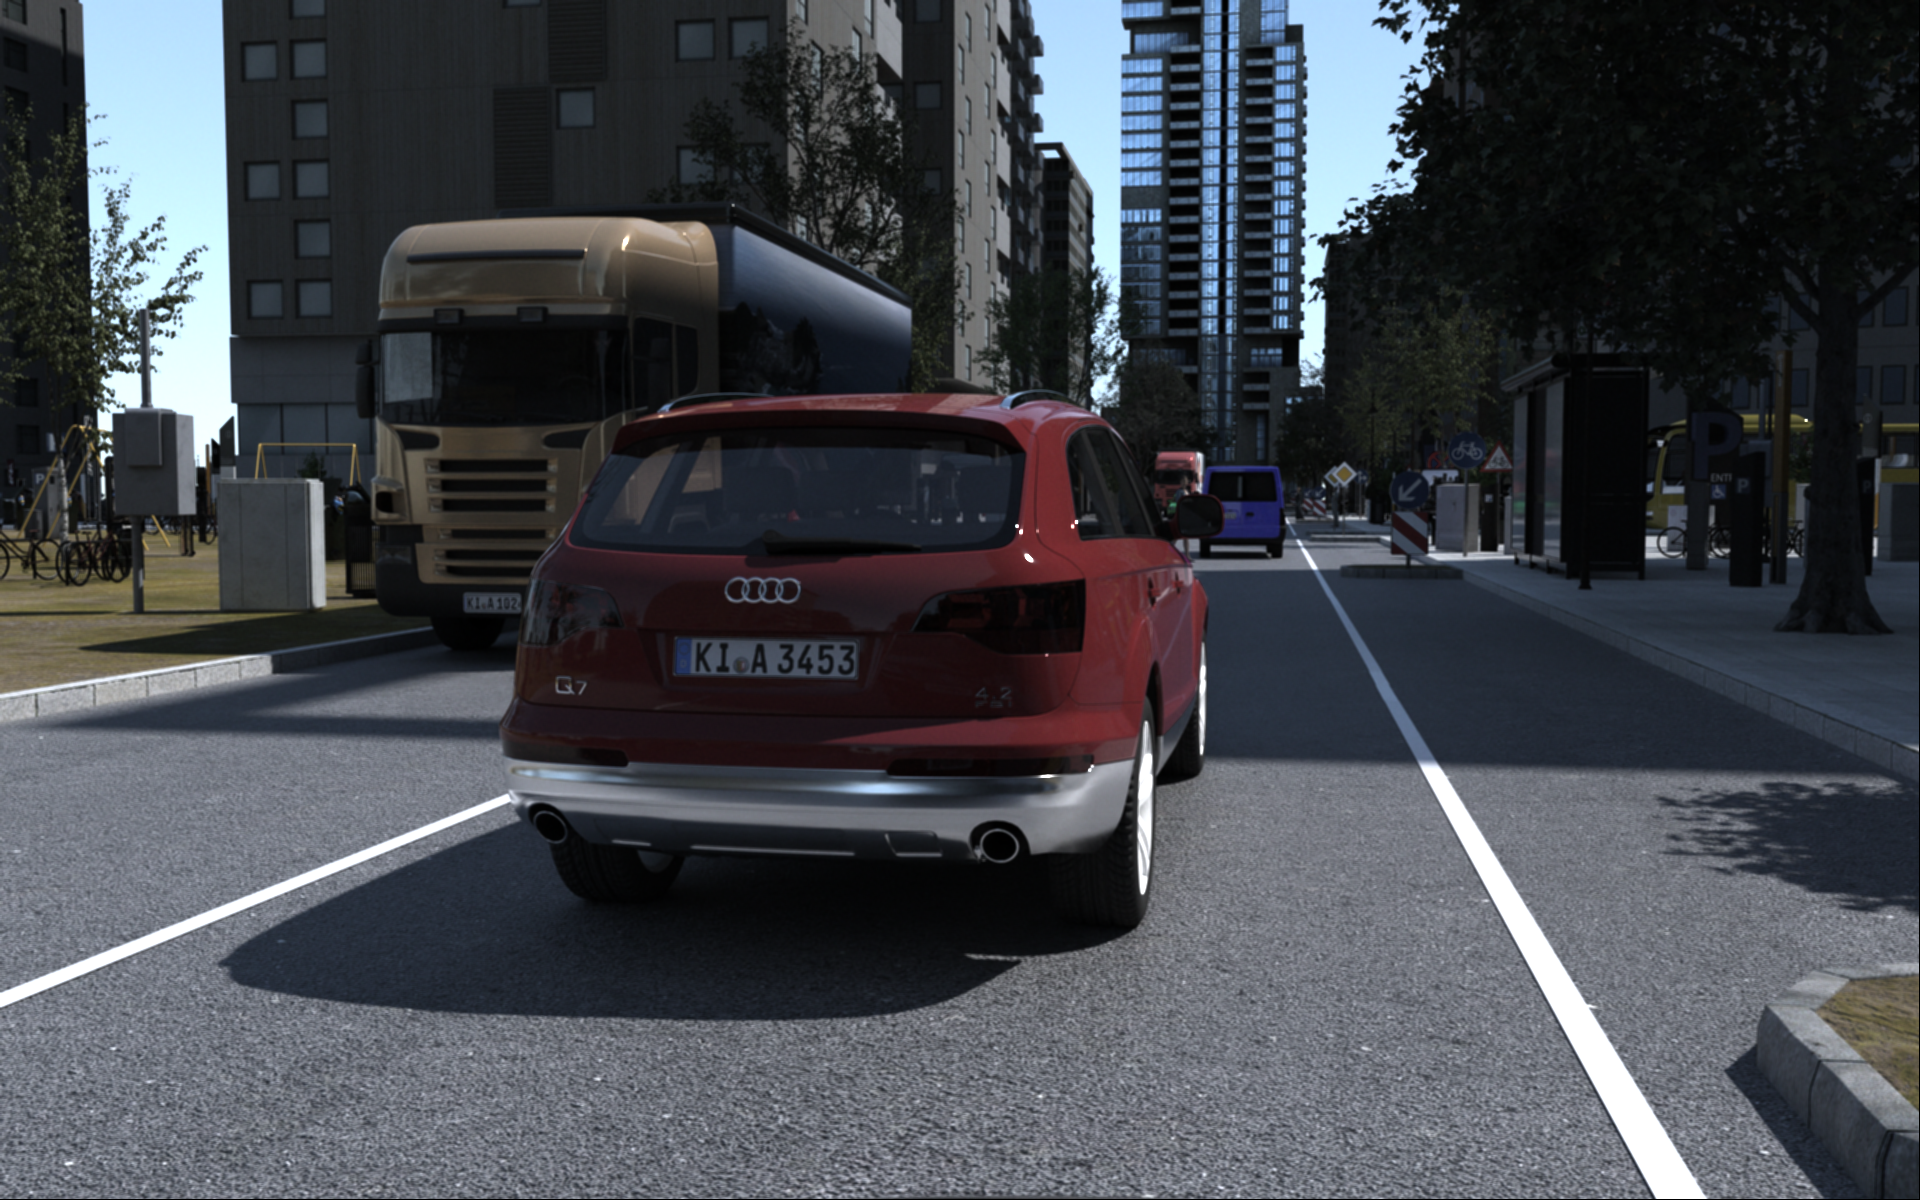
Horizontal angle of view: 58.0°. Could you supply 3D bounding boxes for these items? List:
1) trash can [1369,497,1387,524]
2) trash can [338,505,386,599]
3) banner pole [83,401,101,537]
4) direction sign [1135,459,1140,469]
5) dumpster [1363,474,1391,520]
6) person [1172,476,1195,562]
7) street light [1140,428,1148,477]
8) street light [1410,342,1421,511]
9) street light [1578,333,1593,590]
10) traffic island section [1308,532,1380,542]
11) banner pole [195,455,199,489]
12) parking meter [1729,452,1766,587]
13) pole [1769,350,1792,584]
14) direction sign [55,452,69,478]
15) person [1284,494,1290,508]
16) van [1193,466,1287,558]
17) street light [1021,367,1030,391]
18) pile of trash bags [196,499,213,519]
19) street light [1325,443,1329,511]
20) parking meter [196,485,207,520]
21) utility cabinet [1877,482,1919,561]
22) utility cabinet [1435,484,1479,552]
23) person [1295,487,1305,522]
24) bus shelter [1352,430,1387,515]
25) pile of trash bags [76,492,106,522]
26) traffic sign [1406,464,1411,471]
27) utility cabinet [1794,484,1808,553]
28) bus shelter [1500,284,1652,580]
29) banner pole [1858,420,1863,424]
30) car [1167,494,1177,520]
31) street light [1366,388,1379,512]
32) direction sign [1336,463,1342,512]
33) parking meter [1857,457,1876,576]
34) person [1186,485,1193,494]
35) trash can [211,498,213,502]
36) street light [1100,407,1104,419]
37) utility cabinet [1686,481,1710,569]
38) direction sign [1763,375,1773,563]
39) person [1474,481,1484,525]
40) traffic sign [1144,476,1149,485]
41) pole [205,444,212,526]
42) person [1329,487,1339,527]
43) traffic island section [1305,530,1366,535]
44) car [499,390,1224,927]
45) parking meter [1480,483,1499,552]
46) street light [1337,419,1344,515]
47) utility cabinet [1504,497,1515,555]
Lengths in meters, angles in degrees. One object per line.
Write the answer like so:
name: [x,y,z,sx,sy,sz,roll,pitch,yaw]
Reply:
trash can: [17.736,-3.784,73.524,0.748,1.137,0.748,0,3,0]
trash can: [-7.274,-0.596,21.393,0.748,1.137,0.748,0,3,0]
banner pole: [-23.176,-3.443,46.309,0.401,3.779,0.863,0,4,3]
direction sign: [11.413,-7.439,113.627,0.876,3.537,0.379,3,4,38]
dumpster: [20.574,-5.035,84.821,1.502,2.255,1.985,1,4,10]
person: [4.689,-1.723,36.694,0.581,1.822,0.654,-3,5,-39]
street light: [12.753,-9.036,120.520,0.468,5.910,1.993,1,4,10]
street light: [13.547,-4.832,51.796,0.468,5.910,1.993,1,4,10]
street light: [8.422,-3.081,23.157,0.468,5.910,1.993,1,4,10]
traffic island section: [11.730,-1.871,52.872,2.009,0.180,2.903,1,4,10]
banner pole: [-48.852,-7.376,110.610,0.863,3.779,0.401,-3,5,-42]
parking meter: [10.905,-1.119,24.015,0.255,1.863,0.399,-2,4,-33]
pole: [11.699,-1.886,24.678,0.158,3.312,0.155,0,3,0]
direction sign: [-43.362,-5.608,83.683,0.379,3.537,0.876,0,4,8]
person: [34.300,-10.696,183.477,1.348,1.812,0.705,0,4,5]
van: [6.567,-2.216,40.610,2.240,2.365,5.245,1,4,8]
street light: [2.411,-5.523,63.092,0.468,5.910,1.993,1,4,10]
pile of trash bags: [-37.968,-4.774,87.804,3.447,1.369,1.912,-3,5,-41]
street light: [28.201,-9.795,132.941,0.468,5.910,1.993,1,4,10]
parking meter: [-35.554,-4.623,81.294,0.255,1.863,0.399,0,4,0]
utility cabinet: [18.106,-1.495,33.114,1.173,1.500,0.318,-1,4,-23]
utility cabinet: [11.012,-1.818,38.402,0.318,1.500,1.173,-1,4,-19]
person: [17.443,-4.900,89.039,0.534,1.772,0.576,-1,4,-16]
bus shelter: [25.306,-7.884,106.531,2.179,5.291,8.768,1,4,10]
pile of trash bags: [-40.386,-4.328,80.513,1.912,1.369,3.447,0,4,-2]
traffic sign: [19.429,-4.585,74.973,0.884,2.594,0.081,1,4,11]
utility cabinet: [18.589,-1.752,37.320,1.173,1.500,0.318,-1,4,-17]
bus shelter: [10.639,-3.196,29.884,2.179,5.291,8.768,1,4,10]
banner pole: [30.310,-4.196,58.624,0.401,3.779,0.863,0,4,2]
car: [12.450,-5.303,95.505,1.959,1.807,4.718,1,4,12]
street light: [17.968,-6.281,75.489,0.468,5.910,1.993,1,4,10]
direction sign: [27.823,-8.242,126.752,0.379,3.537,0.876,-2,4,-33]
parking meter: [14.122,-1.315,27.218,0.399,1.863,0.255,-1,4,-20]
person: [9.254,-3.716,69.604,0.721,1.781,0.623,-2,4,-25]
trash can: [-46.654,-5.877,107.747,0.748,1.137,0.748,0,3,0]
street light: [7.523,-7.272,91.682,0.468,5.910,1.993,1,4,10]
utility cabinet: [12.703,-1.290,29.772,0.318,1.500,1.173,2,4,26]
direction sign: [15.031,-2.458,32.193,0.379,3.537,0.876,1,4,23]
person: [16.400,-2.853,55.051,0.656,1.842,0.836,1,4,19]
traffic sign: [12.948,-7.463,122.125,0.768,2.556,0.104,1,4,17]
pole: [-30.632,-4.694,70.594,0.158,3.312,0.155,0,3,0]
person: [16.289,-4.089,75.532,0.466,1.800,0.511,-1,4,-13]
traffic island section: [13.143,-2.352,60.732,2.009,0.180,2.903,1,4,10]
car: [-0.055,0.076,7.423,2.281,1.827,5.304,1,4,11]
parking meter: [11.831,-1.853,38.701,0.372,1.533,0.369,0,3,0]
street light: [22.946,-8.054,104.475,0.468,5.910,1.993,1,4,10]
utility cabinet: [11.944,-1.554,36.570,1.020,1.237,0.306,-2,4,-33]
